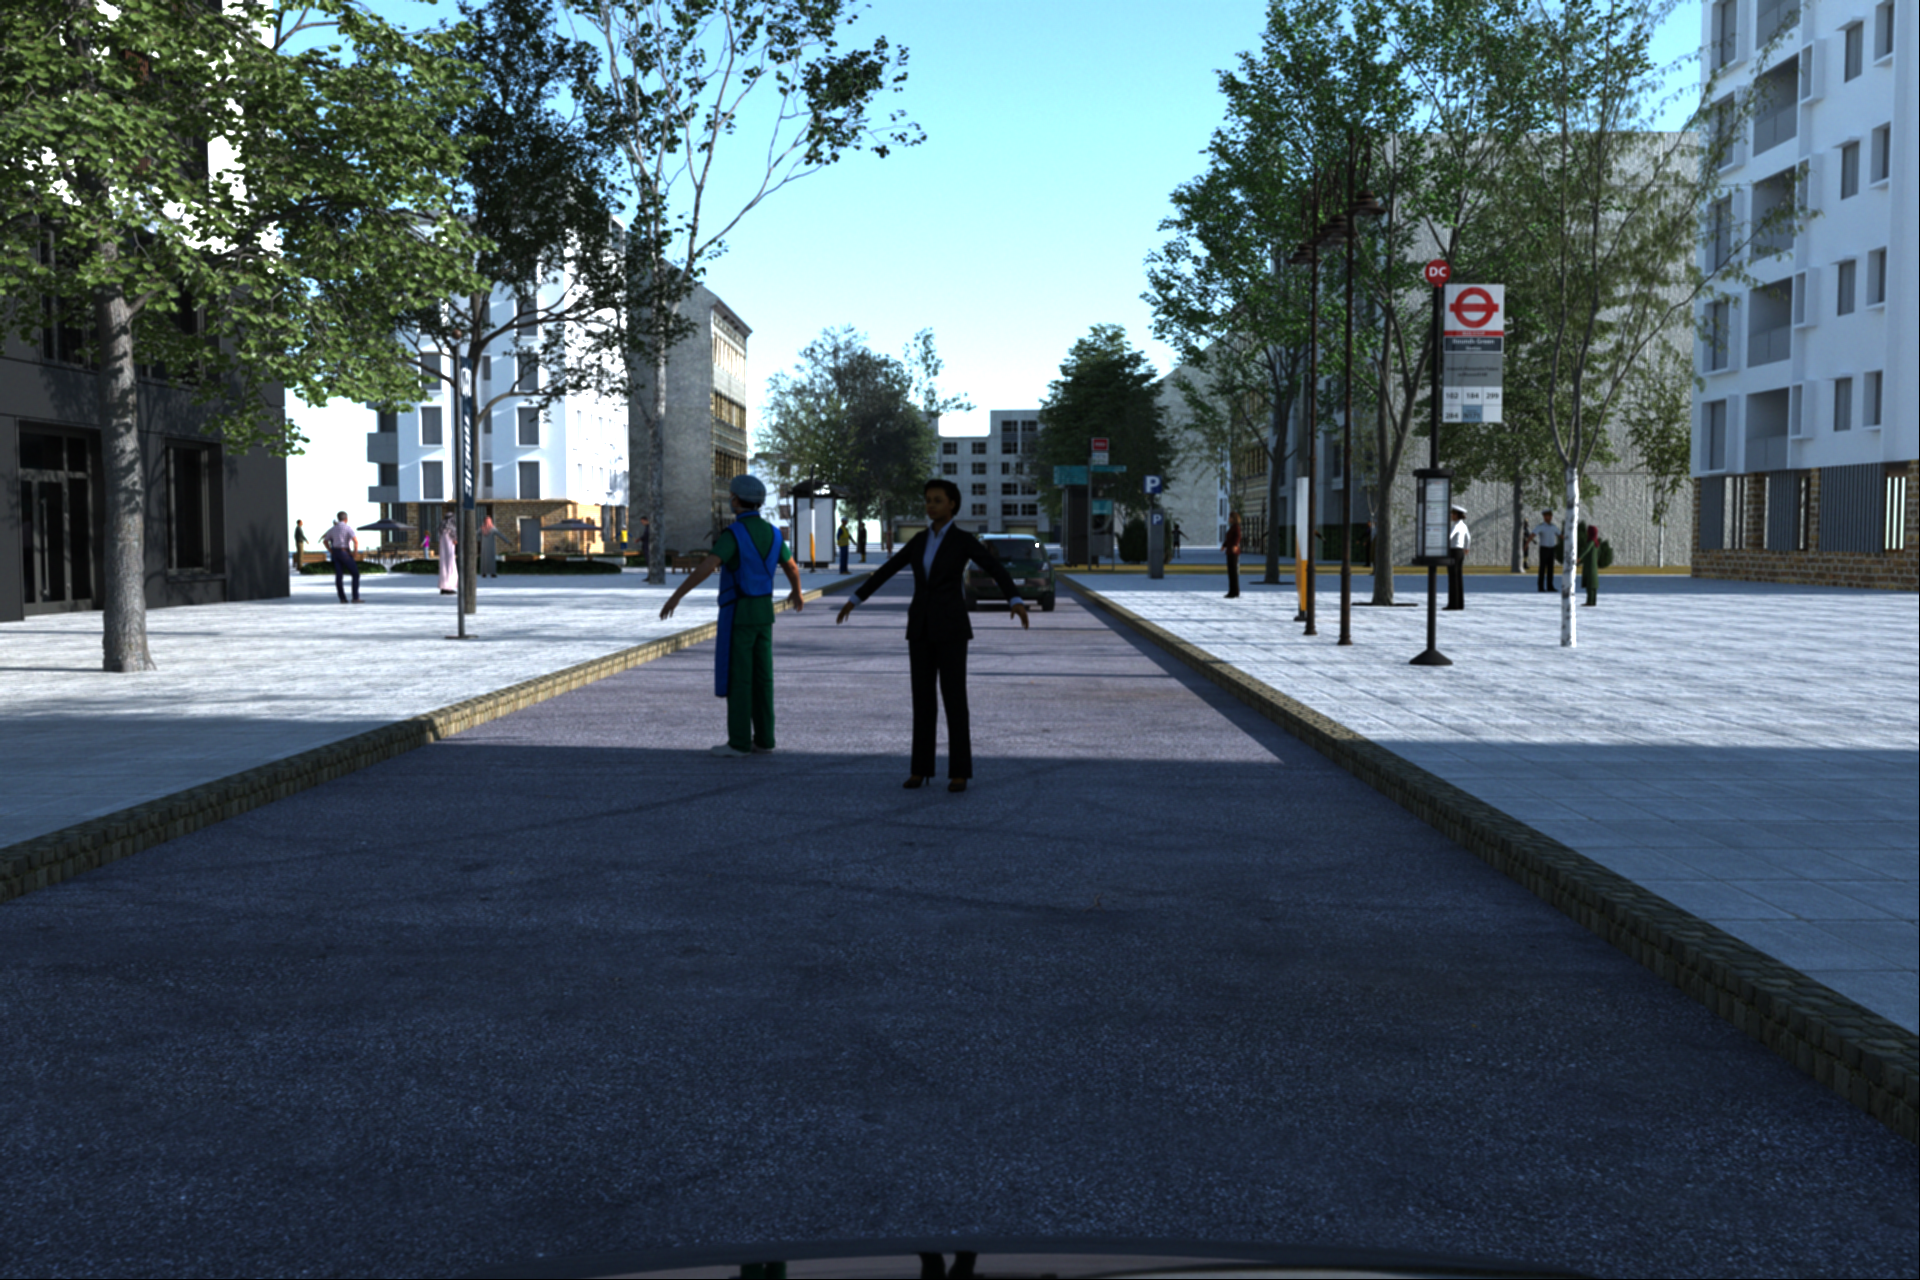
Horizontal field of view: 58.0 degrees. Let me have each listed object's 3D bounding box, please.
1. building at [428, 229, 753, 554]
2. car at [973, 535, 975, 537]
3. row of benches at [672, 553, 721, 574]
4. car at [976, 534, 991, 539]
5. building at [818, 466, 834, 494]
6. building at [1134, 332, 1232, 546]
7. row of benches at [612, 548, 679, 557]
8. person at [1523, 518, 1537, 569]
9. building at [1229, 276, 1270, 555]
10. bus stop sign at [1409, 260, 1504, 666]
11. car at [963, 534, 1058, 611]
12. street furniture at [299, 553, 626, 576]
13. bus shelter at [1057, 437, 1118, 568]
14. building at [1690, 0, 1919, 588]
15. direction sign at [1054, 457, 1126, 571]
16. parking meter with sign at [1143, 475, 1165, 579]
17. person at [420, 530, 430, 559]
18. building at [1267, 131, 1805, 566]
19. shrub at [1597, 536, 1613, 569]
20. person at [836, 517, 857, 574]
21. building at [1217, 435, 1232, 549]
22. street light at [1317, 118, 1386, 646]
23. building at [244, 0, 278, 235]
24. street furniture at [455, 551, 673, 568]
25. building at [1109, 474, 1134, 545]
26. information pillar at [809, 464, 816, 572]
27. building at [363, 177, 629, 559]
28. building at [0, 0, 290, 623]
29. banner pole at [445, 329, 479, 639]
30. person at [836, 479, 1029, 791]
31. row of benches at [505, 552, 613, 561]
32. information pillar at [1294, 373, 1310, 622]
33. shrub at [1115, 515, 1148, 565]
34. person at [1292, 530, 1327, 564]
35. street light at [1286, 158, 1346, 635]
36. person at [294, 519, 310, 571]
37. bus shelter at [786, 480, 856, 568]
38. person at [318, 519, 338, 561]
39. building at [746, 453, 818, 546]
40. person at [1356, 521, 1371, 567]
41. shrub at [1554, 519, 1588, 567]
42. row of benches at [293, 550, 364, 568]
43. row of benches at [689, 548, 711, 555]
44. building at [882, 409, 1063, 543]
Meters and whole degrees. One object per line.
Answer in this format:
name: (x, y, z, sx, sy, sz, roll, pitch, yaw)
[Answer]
building: (-25.094, -17.670, 119.826, 19.493, 23.208, 18.063, 0, 3, 0)
car: (0.585, -8.299, 147.695, 2.014, 1.417, 4.499, 0, 4, 1)
row of benches: (-8.585, -2.585, 57.723, 1.422, 0.672, 4.104, 1, 4, 11)
car: (1.593, -5.458, 99.465, 2.015, 1.641, 3.980, 0, 4, 0)
building: (-20.743, -17.195, 223.281, 9.099, 9.664, 28.070, 0, 4, 1)
building: (29.286, -21.999, 190.605, 19.493, 23.208, 18.063, 0, 4, 1)
row of benches: (-13.574, -3.654, 75.204, 1.422, 0.672, 4.104, 2, 4, 27)
person: (20.642, -3.517, 63.290, 1.354, 1.856, 0.705, -3, 5, -44)
building: (27.802, -17.083, 110.234, 19.493, 23.208, 18.063, 0, 4, 1)
bus stop sign: (4.858, -1.727, 16.937, 0.855, 3.939, 0.416, 0, 4, 0)
car: (0.933, -1.460, 33.660, 2.009, 1.686, 4.222, 0, 4, 0)
street furniture: (-15.661, -2.463, 55.894, 10.072, 0.657, 5.734, 0, 4, 5)
bus shelter: (5.043, -5.628, 69.652, 2.179, 5.291, 8.768, 0, 4, 2)
building: (26.441, -11.738, 48.336, 16.016, 20.090, 11.380, 0, 4, 1)
direction sign: (4.521, -4.339, 59.704, 2.525, 3.948, 1.411, 0, 4, 0)
parking meter with sign: (5.681, -3.313, 50.430, 0.543, 3.016, 1.738, 0, 4, 0)
person: (-21.077, -3.604, 68.192, 0.599, 1.433, 0.991, 0, 4, -4)
building: (26.012, -13.365, 84.977, 16.747, 18.905, 31.486, 0, 4, 1)
shrub: (23.686, -3.239, 64.081, 1.383, 1.207, 1.383, 0, 3, 0)
person: (-3.670, -3.016, 55.283, 0.705, 1.833, 1.349, 1, 4, 21)
building: (26.561, -11.858, 136.026, 9.099, 9.664, 28.070, 0, 4, 1)
street light: (4.447, -2.877, 19.831, 0.468, 5.910, 1.993, 0, 4, 1)
building: (-25.167, -11.086, 37.677, 16.016, 20.090, 11.380, 0, 4, 1)
street furniture: (-14.786, -3.150, 67.127, 10.072, 0.657, 5.734, -3, 5, -40)
building: (26.183, -21.800, 222.889, 16.747, 18.905, 31.486, 0, 4, 1)
information pillar: (-4.955, -4.080, 58.068, 0.183, 3.616, 0.504, 0, 4, 3)
building: (-25.328, -14.407, 91.969, 16.016, 20.090, 11.380, 0, 4, 2)
building: (-27.913, -10.687, 18.714, 27.936, 21.610, 32.646, 0, 4, 1)
banner pole: (-6.144, -1.924, 21.482, 0.401, 3.779, 0.863, 0, 4, 1)
person: (-0.152, -0.030, 9.665, 1.216, 1.740, 0.721, 2, 4, 29)
row of benches: (-13.839, -2.761, 60.605, 4.104, 0.672, 1.422, 0, 4, 7)
information pillar: (5.039, -2.087, 25.484, 0.183, 3.616, 0.504, 0, 4, 1)
shrub: (7.383, -4.208, 72.835, 1.661, 2.075, 1.752, 0, 3, 0)
person: (13.984, -3.889, 69.348, 1.354, 1.858, 0.705, 1, 4, 17)
street light: (4.453, -3.000, 21.843, 0.468, 5.910, 1.993, 0, 4, 1)
person: (-23.099, -3.328, 60.681, 0.705, 1.796, 1.348, -3, 4, -37)
bus shelter: (-5.324, -4.473, 67.061, 2.014, 3.302, 5.546, 0, 4, 3)
person: (-22.737, -3.503, 63.132, 1.347, 1.847, 0.705, 0, 4, -7)
building: (-20.219, -15.346, 193.053, 9.099, 9.664, 28.070, 0, 4, 1)
person: (15.795, -3.710, 66.888, 0.704, 1.802, 1.346, -2, 4, -24)
shrub: (24.074, -3.886, 67.957, 1.690, 2.028, 1.600, 0, 3, 0)
row of benches: (-24.642, -3.081, 65.842, 4.104, 0.672, 1.422, -3, 5, -39)
row of benches: (-10.152, -3.641, 74.992, 4.104, 0.672, 1.422, 2, 4, 35)
building: (5.629, -23.481, 252.834, 31.486, 18.905, 16.747, 1, 4, 10)
